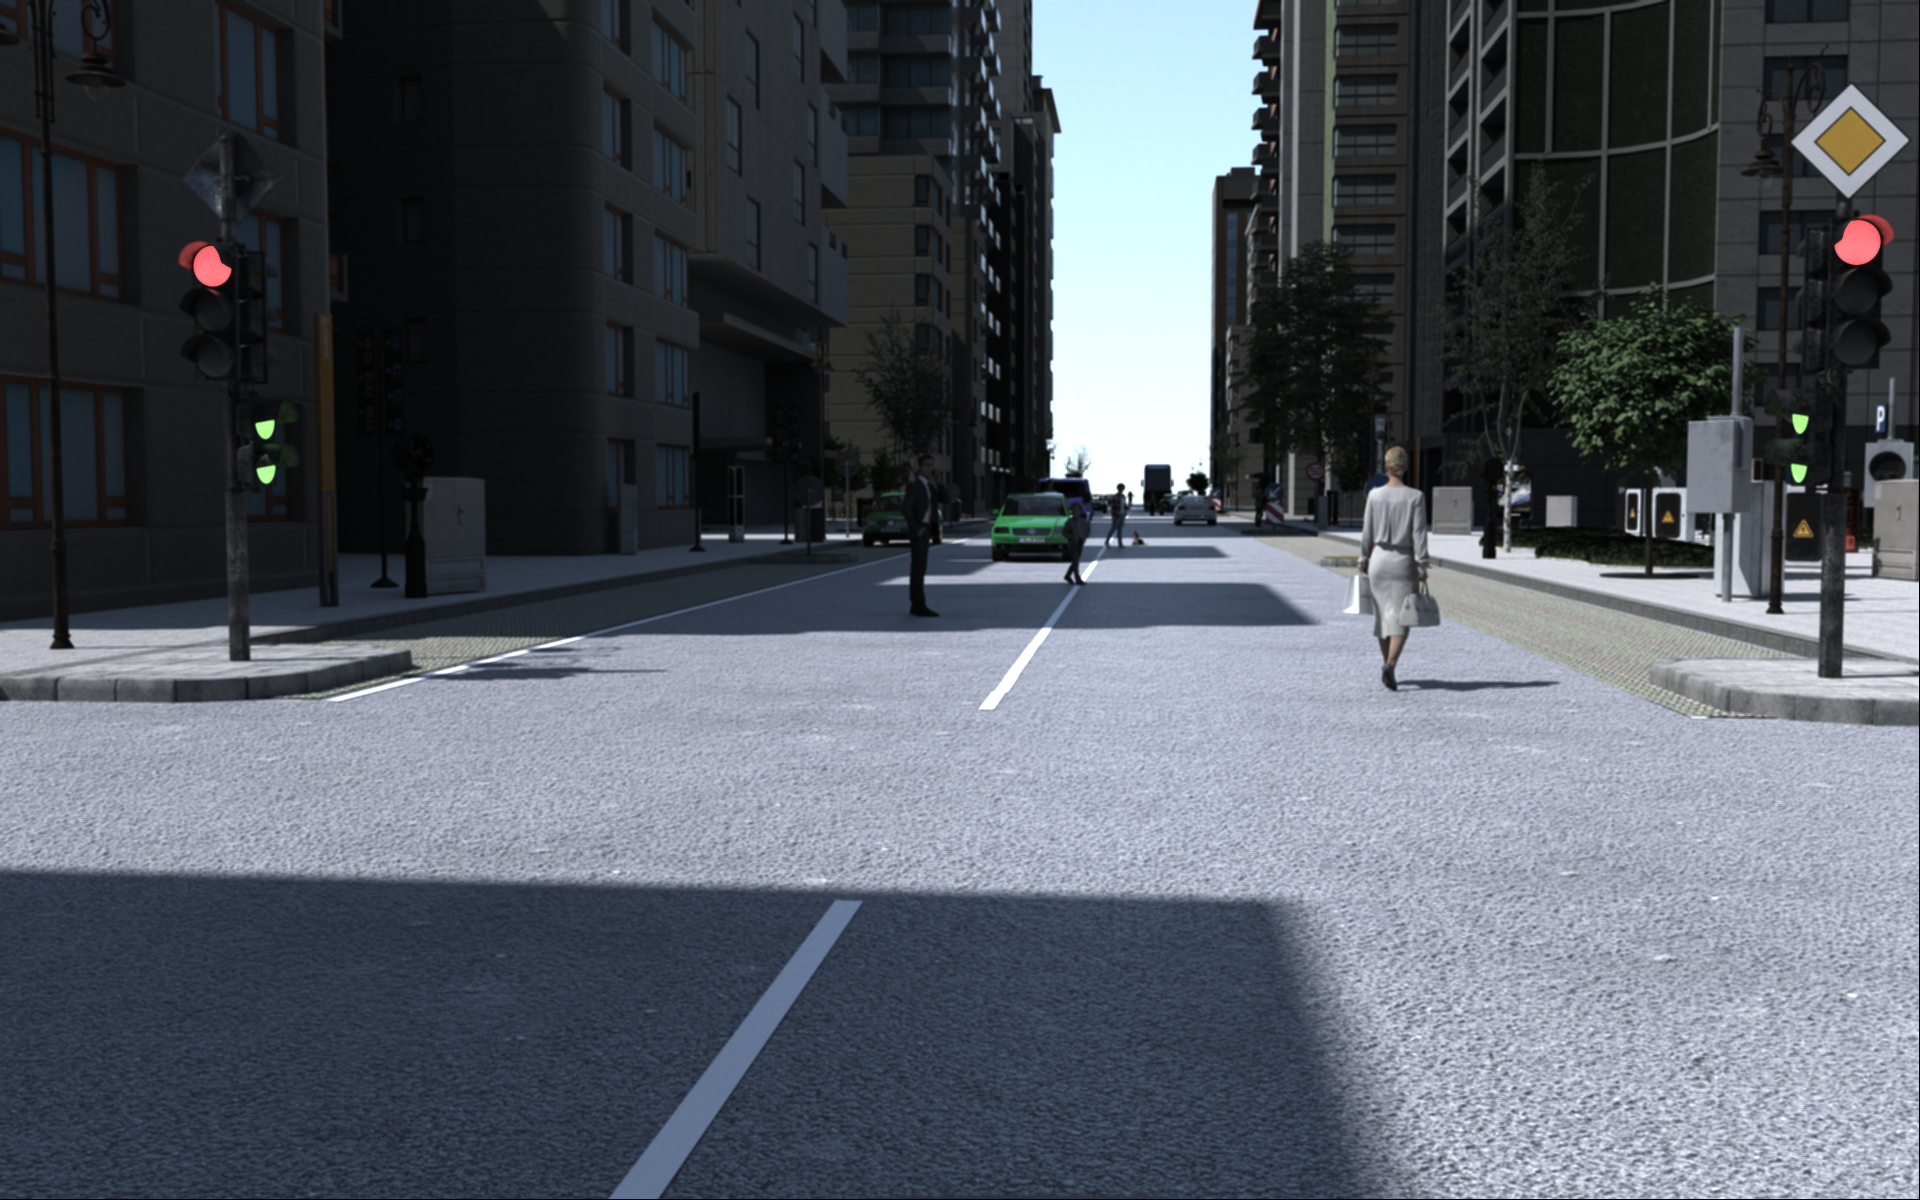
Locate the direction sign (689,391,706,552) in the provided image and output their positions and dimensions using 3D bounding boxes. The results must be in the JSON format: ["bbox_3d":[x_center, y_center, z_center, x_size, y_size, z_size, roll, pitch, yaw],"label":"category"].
[{"bbox_3d":[-5.885,-2.857,38.704,0.379,3.537,0.876,-1,4,-16],"label":"direction sign"}]

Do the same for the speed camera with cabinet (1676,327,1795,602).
[{"bbox_3d":[9.546,-1.646,21.255,0.660,3.252,2.038,3,5,42],"label":"speed camera with cabinet"}]

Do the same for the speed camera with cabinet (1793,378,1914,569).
[{"bbox_3d":[15.191,-2.167,29.768,2.038,3.252,0.660,2,4,35],"label":"speed camera with cabinet"}]

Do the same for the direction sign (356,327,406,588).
[{"bbox_3d":[-7.931,-1.943,23.767,0.876,3.537,0.379,2,4,28],"label":"direction sign"}]

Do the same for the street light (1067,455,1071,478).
[{"bbox_3d":[12.922,-14.274,206.162,0.468,5.910,1.993,0,4,6],"label":"street light"}]

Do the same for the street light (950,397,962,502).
[{"bbox_3d":[-0.212,-6.704,82.402,0.468,5.910,1.993,0,4,6],"label":"street light"}]

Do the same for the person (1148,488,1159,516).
[{"bbox_3d":[12.765,-6.486,114.646,0.705,1.812,1.348,3,4,37],"label":"person"}]

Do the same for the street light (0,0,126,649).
[{"bbox_3d":[-7.462,-2.534,14.212,0.468,5.910,1.993,0,4,6],"label":"street light"}]

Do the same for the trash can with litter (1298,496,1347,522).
[{"bbox_3d":[16.644,-4.189,79.547,2.233,1.210,1.678,1,4,9],"label":"trash can with litter"}]

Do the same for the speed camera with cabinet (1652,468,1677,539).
[{"bbox_3d":[19.277,-3.127,45.459,2.038,3.252,0.660,3,5,41],"label":"speed camera with cabinet"}]

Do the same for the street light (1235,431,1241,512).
[{"bbox_3d":[20.365,-9.446,127.227,0.468,5.910,1.993,0,4,6],"label":"street light"}]

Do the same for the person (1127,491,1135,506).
[{"bbox_3d":[20.648,-12.300,209.745,1.348,1.807,0.705,3,5,40],"label":"person"}]

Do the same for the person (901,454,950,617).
[{"bbox_3d":[-0.395,-0.775,20.526,0.474,1.900,0.648,1,4,15],"label":"person"}]

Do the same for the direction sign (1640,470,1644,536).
[{"bbox_3d":[18.938,-3.428,48.052,0.379,3.537,0.876,3,4,36],"label":"direction sign"}]

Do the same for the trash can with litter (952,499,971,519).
[{"bbox_3d":[0.038,-4.705,88.309,1.055,1.170,0.624,1,4,22],"label":"trash can with litter"}]

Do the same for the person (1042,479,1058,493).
[{"bbox_3d":[2.277,-2.213,44.769,0.616,1.811,0.778,-1,4,-10],"label":"person"}]

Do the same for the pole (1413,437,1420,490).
[{"bbox_3d":[16.458,-4.198,62.477,0.158,3.312,0.155,0,3,0],"label":"pole"}]

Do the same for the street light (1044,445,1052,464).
[{"bbox_3d":[7.862,-11.354,158.430,0.468,5.910,1.993,0,4,6],"label":"street light"}]

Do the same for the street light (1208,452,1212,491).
[{"bbox_3d":[25.517,-12.442,176.217,0.468,5.910,1.993,0,4,6],"label":"street light"}]

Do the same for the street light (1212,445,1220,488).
[{"bbox_3d":[23.950,-11.506,160.902,0.468,5.910,1.993,0,4,6],"label":"street light"}]

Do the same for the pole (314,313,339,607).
[{"bbox_3d":[-7.198,-1.579,19.665,0.158,3.312,0.155,0,3,0],"label":"pole"}]

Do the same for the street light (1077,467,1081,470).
[{"bbox_3d":[16.477,-16.343,239.993,0.468,5.910,1.993,0,4,6],"label":"street light"}]

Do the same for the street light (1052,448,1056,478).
[{"bbox_3d":[9.286,-12.214,172.492,0.468,5.910,1.993,0,4,6],"label":"street light"}]

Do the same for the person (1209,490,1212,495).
[{"bbox_3d":[18.333,-7.145,126.266,0.436,1.711,0.756,0,4,1],"label":"person"}]

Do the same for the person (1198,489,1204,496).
[{"bbox_3d":[18.338,-7.584,132.515,1.348,1.822,0.705,-3,4,-38],"label":"person"}]

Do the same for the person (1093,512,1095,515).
[{"bbox_3d":[6.075,-4.336,84.891,1.012,1.151,0.738,1,4,16],"label":"person"}]

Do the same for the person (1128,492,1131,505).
[{"bbox_3d":[23.033,-13.802,234.878,0.721,1.735,1.217,0,4,-6],"label":"person"}]

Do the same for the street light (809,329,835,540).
[{"bbox_3d":[-3.856,-4.645,48.733,0.468,5.910,1.993,0,4,6],"label":"street light"}]

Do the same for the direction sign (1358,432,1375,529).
[{"bbox_3d":[14.951,-4.382,63.649,0.379,3.537,0.876,-2,4,-32],"label":"direction sign"}]

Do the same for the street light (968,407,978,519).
[{"bbox_3d":[0.678,-7.200,90.509,0.468,5.910,1.993,0,4,6],"label":"street light"}]

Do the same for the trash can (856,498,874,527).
[{"bbox_3d":[-3.663,-3.369,66.729,0.748,1.137,0.748,0,3,0],"label":"trash can"}]

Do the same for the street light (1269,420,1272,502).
[{"bbox_3d":[16.793,-7.386,93.550,0.468,5.910,1.993,0,4,6],"label":"street light"}]

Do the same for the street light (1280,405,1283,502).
[{"bbox_3d":[15.987,-6.935,86.172,0.468,5.910,1.993,0,4,6],"label":"street light"}]

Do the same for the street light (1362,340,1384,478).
[{"bbox_3d":[12.383,-4.850,52.079,0.468,5.910,1.993,0,4,6],"label":"street light"}]

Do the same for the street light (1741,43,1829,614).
[{"bbox_3d":[8.747,-2.790,18.409,0.468,5.910,1.993,0,4,6],"label":"street light"}]

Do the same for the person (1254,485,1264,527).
[{"bbox_3d":[12.925,-4.044,74.798,0.473,1.802,0.592,1,4,23],"label":"person"}]

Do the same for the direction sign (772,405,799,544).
[{"bbox_3d":[-4.448,-3.196,44.246,0.876,3.537,0.379,2,4,35],"label":"direction sign"}]

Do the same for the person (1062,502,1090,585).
[{"bbox_3d":[1.845,-0.892,27.362,0.475,1.303,0.640,-2,4,-34],"label":"person"}]

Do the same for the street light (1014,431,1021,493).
[{"bbox_3d":[4.168,-9.280,124.516,0.468,5.910,1.993,0,4,6],"label":"street light"}]

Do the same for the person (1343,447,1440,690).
[{"bbox_3d":[3.168,-0.242,12.806,0.694,1.780,0.624,3,5,44],"label":"person"}]

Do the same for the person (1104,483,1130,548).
[{"bbox_3d":[4.220,-2.262,46.328,0.643,1.720,0.563,3,5,44],"label":"person"}]

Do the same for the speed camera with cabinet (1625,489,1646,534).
[{"bbox_3d":[21.985,-3.719,55.142,0.660,3.252,2.038,0,4,-8],"label":"speed camera with cabinet"}]
